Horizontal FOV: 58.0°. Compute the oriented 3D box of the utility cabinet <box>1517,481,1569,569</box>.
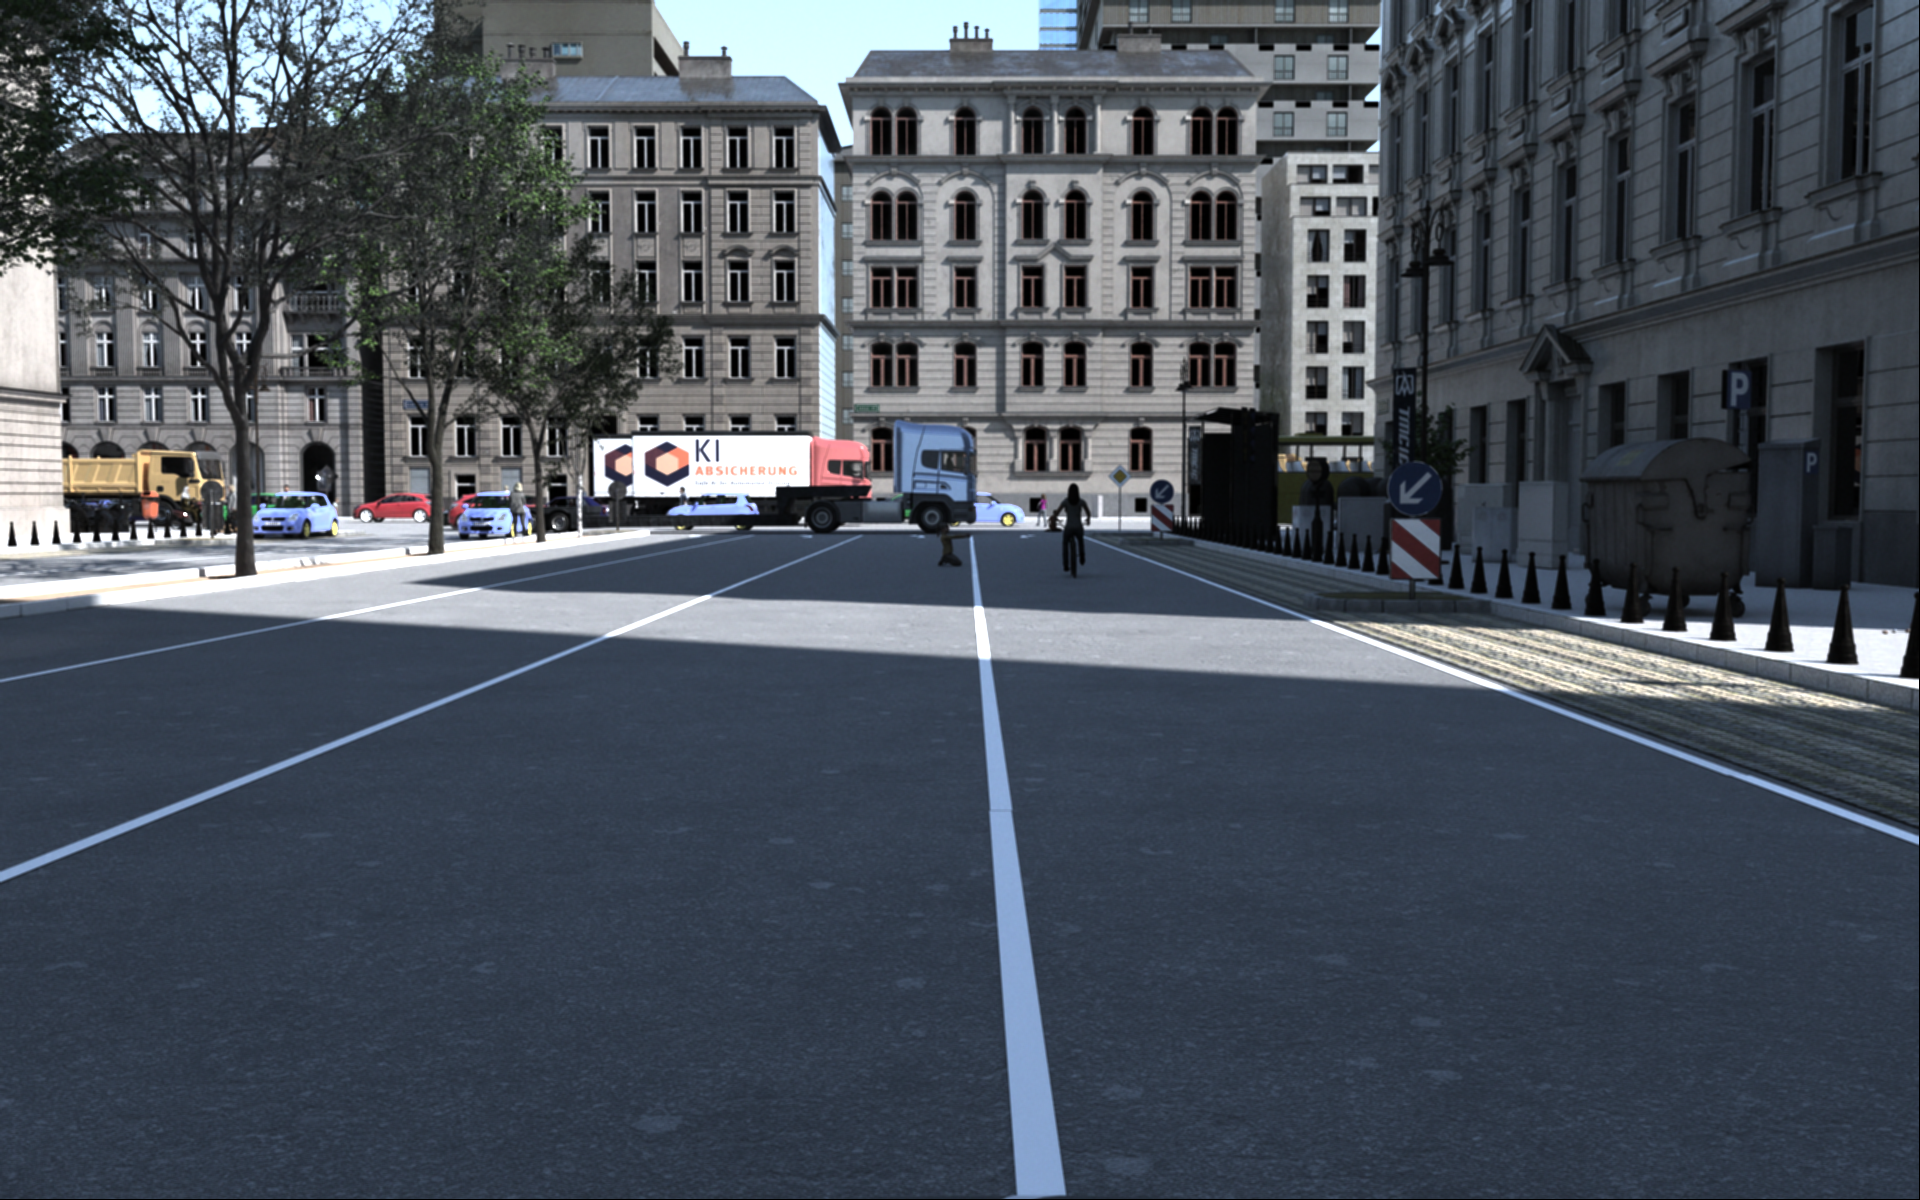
[{"bbox_3d":[10.082,-1.299,29.924,0.318,1.500,1.173,-1,4,-11],"label":"utility cabinet"}]

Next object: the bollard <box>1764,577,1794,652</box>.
[{"bbox_3d":[6.703,0.115,14.156,0.229,0.601,0.229,0,3,0],"label":"bollard"}]

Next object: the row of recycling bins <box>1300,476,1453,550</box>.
[{"bbox_3d":[9.652,-2.029,40.291,3.534,1.692,1.069,2,4,24],"label":"row of recycling bins"}]

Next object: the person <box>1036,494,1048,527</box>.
[{"bbox_3d":[3.501,-3.891,75.352,0.726,1.435,0.776,-3,5,-40],"label":"person"}]

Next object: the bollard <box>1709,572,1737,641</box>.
[{"bbox_3d":[6.704,0.051,15.204,0.229,0.601,0.229,0,3,0],"label":"bollard"}]

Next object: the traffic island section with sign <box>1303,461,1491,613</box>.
[{"bbox_3d":[5.378,-0.797,21.651,1.989,1.847,2.006,0,4,0],"label":"traffic island section with sign"}]

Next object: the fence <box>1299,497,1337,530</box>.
[{"bbox_3d":[12.303,-2.892,58.493,0.480,1.192,2.264,-3,5,-41],"label":"fence"}]

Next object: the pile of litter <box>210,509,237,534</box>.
[{"bbox_3d":[-24.033,-2.625,56.890,1.176,0.858,1.719,0,4,-8],"label":"pile of litter"}]

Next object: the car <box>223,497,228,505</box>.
[{"bbox_3d":[-37.099,-4.638,88.407,3.894,1.354,1.945,0,4,0],"label":"car"}]

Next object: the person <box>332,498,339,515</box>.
[{"bbox_3d":[-28.750,-4.069,79.707,0.352,1.250,0.332,0,4,-6],"label":"person"}]

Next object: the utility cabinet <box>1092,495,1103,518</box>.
[{"bbox_3d":[7.402,-5.024,93.297,0.306,1.237,1.020,-1,4,-14],"label":"utility cabinet"}]

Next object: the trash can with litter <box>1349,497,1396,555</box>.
[{"bbox_3d":[9.131,-1.577,36.835,1.678,1.210,2.233,0,4,-1],"label":"trash can with litter"}]

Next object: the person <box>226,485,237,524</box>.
[{"bbox_3d":[-28.572,-3.635,68.120,0.728,1.800,0.709,-3,5,-44],"label":"person"}]

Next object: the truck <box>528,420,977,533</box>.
[{"bbox_3d":[-8.063,-4.521,63.681,18.799,4.110,2.967,0,4,1],"label":"truck"}]

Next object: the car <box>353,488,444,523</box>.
[{"bbox_3d":[-28.616,-4.837,88.132,4.494,1.783,2.155,0,4,2],"label":"car"}]

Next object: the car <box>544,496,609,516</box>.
[{"bbox_3d":[-16.748,-3.707,73.187,3.894,1.354,1.945,0,4,-1],"label":"car"}]

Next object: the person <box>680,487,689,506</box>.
[{"bbox_3d":[-11.288,-3.766,70.805,0.376,1.734,0.841,-1,4,-11],"label":"person"}]

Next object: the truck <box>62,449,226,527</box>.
[{"bbox_3d":[-36.805,-4.922,76.401,9.791,3.379,3.469,0,4,1],"label":"truck"}]

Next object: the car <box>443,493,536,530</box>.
[{"bbox_3d":[-18.958,-3.699,70.270,4.222,1.686,2.009,0,4,-2],"label":"car"}]

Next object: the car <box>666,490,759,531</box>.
[{"bbox_3d":[-9.823,-3.607,68.564,3.694,1.707,1.945,0,4,0],"label":"car"}]

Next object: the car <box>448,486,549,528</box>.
[{"bbox_3d":[-17.613,-3.573,67.454,4.494,1.783,2.155,0,4,0],"label":"car"}]

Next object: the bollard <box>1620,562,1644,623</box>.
[{"bbox_3d":[6.708,-0.075,17.271,0.229,0.601,0.229,0,3,0],"label":"bollard"}]

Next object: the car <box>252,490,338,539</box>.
[{"bbox_3d":[-21.615,-2.854,56.255,1.945,1.707,3.694,0,4,1],"label":"car"}]

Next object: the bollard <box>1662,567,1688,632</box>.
[{"bbox_3d":[6.708,-0.012,16.240,0.229,0.601,0.229,0,3,0],"label":"bollard"}]

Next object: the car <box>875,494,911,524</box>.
[{"bbox_3d":[-2.646,-4.660,84.985,4.718,1.807,1.959,0,4,1],"label":"car"}]

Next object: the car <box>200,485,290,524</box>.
[{"bbox_3d":[-29.063,-3.844,71.651,4.718,1.807,1.959,0,4,-1],"label":"car"}]

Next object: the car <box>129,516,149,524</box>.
[{"bbox_3d":[-38.099,-4.189,81.067,3.894,1.354,1.945,0,4,2],"label":"car"}]

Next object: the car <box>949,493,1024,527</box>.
[{"bbox_3d":[1.014,-4.118,76.913,3.694,1.707,1.945,0,4,-1],"label":"car"}]

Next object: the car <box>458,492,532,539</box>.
[{"bbox_3d":[-15.021,-2.837,55.982,1.945,1.707,3.694,0,4,-2],"label":"car"}]

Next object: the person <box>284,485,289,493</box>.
[{"bbox_3d":[-26.199,-3.591,67.480,0.678,1.792,0.850,-1,4,-11],"label":"person"}]

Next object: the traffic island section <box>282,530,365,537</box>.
[{"bbox_3d":[-21.784,-2.284,59.617,2.009,0.180,2.903,0,4,0],"label":"traffic island section"}]

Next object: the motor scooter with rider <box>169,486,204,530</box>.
[{"bbox_3d":[-30.558,-3.670,68.977,1.986,1.779,0.876,0,4,-1],"label":"motor scooter with rider"}]

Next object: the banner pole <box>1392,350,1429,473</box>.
[{"bbox_3d":[7.860,-2.454,30.148,0.401,3.779,0.863,-3,5,-41],"label":"banner pole"}]

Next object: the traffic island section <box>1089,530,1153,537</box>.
[{"bbox_3d":[5.507,-2.277,59.511,2.009,0.180,2.903,0,4,0],"label":"traffic island section"}]

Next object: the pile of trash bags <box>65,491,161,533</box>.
[{"bbox_3d":[-28.066,-2.914,57.401,3.447,1.369,1.912,1,4,11],"label":"pile of trash bags"}]

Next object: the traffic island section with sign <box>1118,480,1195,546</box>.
[{"bbox_3d":[5.476,-2.446,48.619,1.989,1.847,2.006,0,4,0],"label":"traffic island section with sign"}]

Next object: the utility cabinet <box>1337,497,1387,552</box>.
[{"bbox_3d":[8.951,-1.678,38.590,1.020,1.237,0.306,0,4,2],"label":"utility cabinet"}]

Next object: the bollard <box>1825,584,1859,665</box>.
[{"bbox_3d":[6.693,0.179,13.123,0.229,0.601,0.229,0,3,0],"label":"bollard"}]

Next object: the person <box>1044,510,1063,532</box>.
[{"bbox_3d":[3.641,-2.997,65.793,0.655,0.850,0.859,-3,4,-36],"label":"person"}]

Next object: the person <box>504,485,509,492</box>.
[{"bbox_3d":[-20.953,-4.393,80.209,0.818,1.842,0.514,1,4,16],"label":"person"}]

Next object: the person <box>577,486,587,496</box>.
[{"bbox_3d":[-18.548,-4.680,84.894,0.514,1.842,0.818,-1,4,-20],"label":"person"}]

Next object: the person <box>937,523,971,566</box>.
[{"bbox_3d":[-0.125,-1.107,34.525,0.695,0.859,0.347,1,4,15],"label":"person"}]

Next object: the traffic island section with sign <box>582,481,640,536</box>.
[{"bbox_3d":[-11.951,-3.161,59.814,2.006,1.907,1.989,0,4,0],"label":"traffic island section with sign"}]

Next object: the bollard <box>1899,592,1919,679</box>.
[{"bbox_3d":[6.688,0.242,12.085,0.229,0.601,0.229,0,3,0],"label":"bollard"}]

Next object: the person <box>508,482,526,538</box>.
[{"bbox_3d":[-13.650,-2.735,53.405,0.537,1.800,0.526,0,4,3],"label":"person"}]

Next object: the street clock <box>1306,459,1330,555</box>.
[{"bbox_3d":[7.498,-1.942,36.318,0.358,2.002,0.471,-2,4,-32],"label":"street clock"}]

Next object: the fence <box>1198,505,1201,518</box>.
[{"bbox_3d":[13.558,-4.644,91.301,2.069,0.683,0.278,0,4,3],"label":"fence"}]

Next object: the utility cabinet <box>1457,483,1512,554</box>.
[{"bbox_3d":[10.998,-1.693,36.357,0.318,1.500,1.173,-2,4,-34],"label":"utility cabinet"}]

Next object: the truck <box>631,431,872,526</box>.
[{"bbox_3d":[-8.958,-5.451,78.031,11.283,4.237,2.839,0,4,-1],"label":"truck"}]

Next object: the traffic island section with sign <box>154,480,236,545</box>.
[{"bbox_3d":[-21.495,-2.486,49.271,1.989,1.847,2.006,0,4,0],"label":"traffic island section with sign"}]

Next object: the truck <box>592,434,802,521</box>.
[{"bbox_3d":[-11.519,-5.690,81.938,11.283,4.237,2.839,0,4,2],"label":"truck"}]

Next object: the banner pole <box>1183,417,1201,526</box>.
[{"bbox_3d":[7.467,-4.044,56.131,0.863,3.779,0.401,3,5,40],"label":"banner pole"}]
